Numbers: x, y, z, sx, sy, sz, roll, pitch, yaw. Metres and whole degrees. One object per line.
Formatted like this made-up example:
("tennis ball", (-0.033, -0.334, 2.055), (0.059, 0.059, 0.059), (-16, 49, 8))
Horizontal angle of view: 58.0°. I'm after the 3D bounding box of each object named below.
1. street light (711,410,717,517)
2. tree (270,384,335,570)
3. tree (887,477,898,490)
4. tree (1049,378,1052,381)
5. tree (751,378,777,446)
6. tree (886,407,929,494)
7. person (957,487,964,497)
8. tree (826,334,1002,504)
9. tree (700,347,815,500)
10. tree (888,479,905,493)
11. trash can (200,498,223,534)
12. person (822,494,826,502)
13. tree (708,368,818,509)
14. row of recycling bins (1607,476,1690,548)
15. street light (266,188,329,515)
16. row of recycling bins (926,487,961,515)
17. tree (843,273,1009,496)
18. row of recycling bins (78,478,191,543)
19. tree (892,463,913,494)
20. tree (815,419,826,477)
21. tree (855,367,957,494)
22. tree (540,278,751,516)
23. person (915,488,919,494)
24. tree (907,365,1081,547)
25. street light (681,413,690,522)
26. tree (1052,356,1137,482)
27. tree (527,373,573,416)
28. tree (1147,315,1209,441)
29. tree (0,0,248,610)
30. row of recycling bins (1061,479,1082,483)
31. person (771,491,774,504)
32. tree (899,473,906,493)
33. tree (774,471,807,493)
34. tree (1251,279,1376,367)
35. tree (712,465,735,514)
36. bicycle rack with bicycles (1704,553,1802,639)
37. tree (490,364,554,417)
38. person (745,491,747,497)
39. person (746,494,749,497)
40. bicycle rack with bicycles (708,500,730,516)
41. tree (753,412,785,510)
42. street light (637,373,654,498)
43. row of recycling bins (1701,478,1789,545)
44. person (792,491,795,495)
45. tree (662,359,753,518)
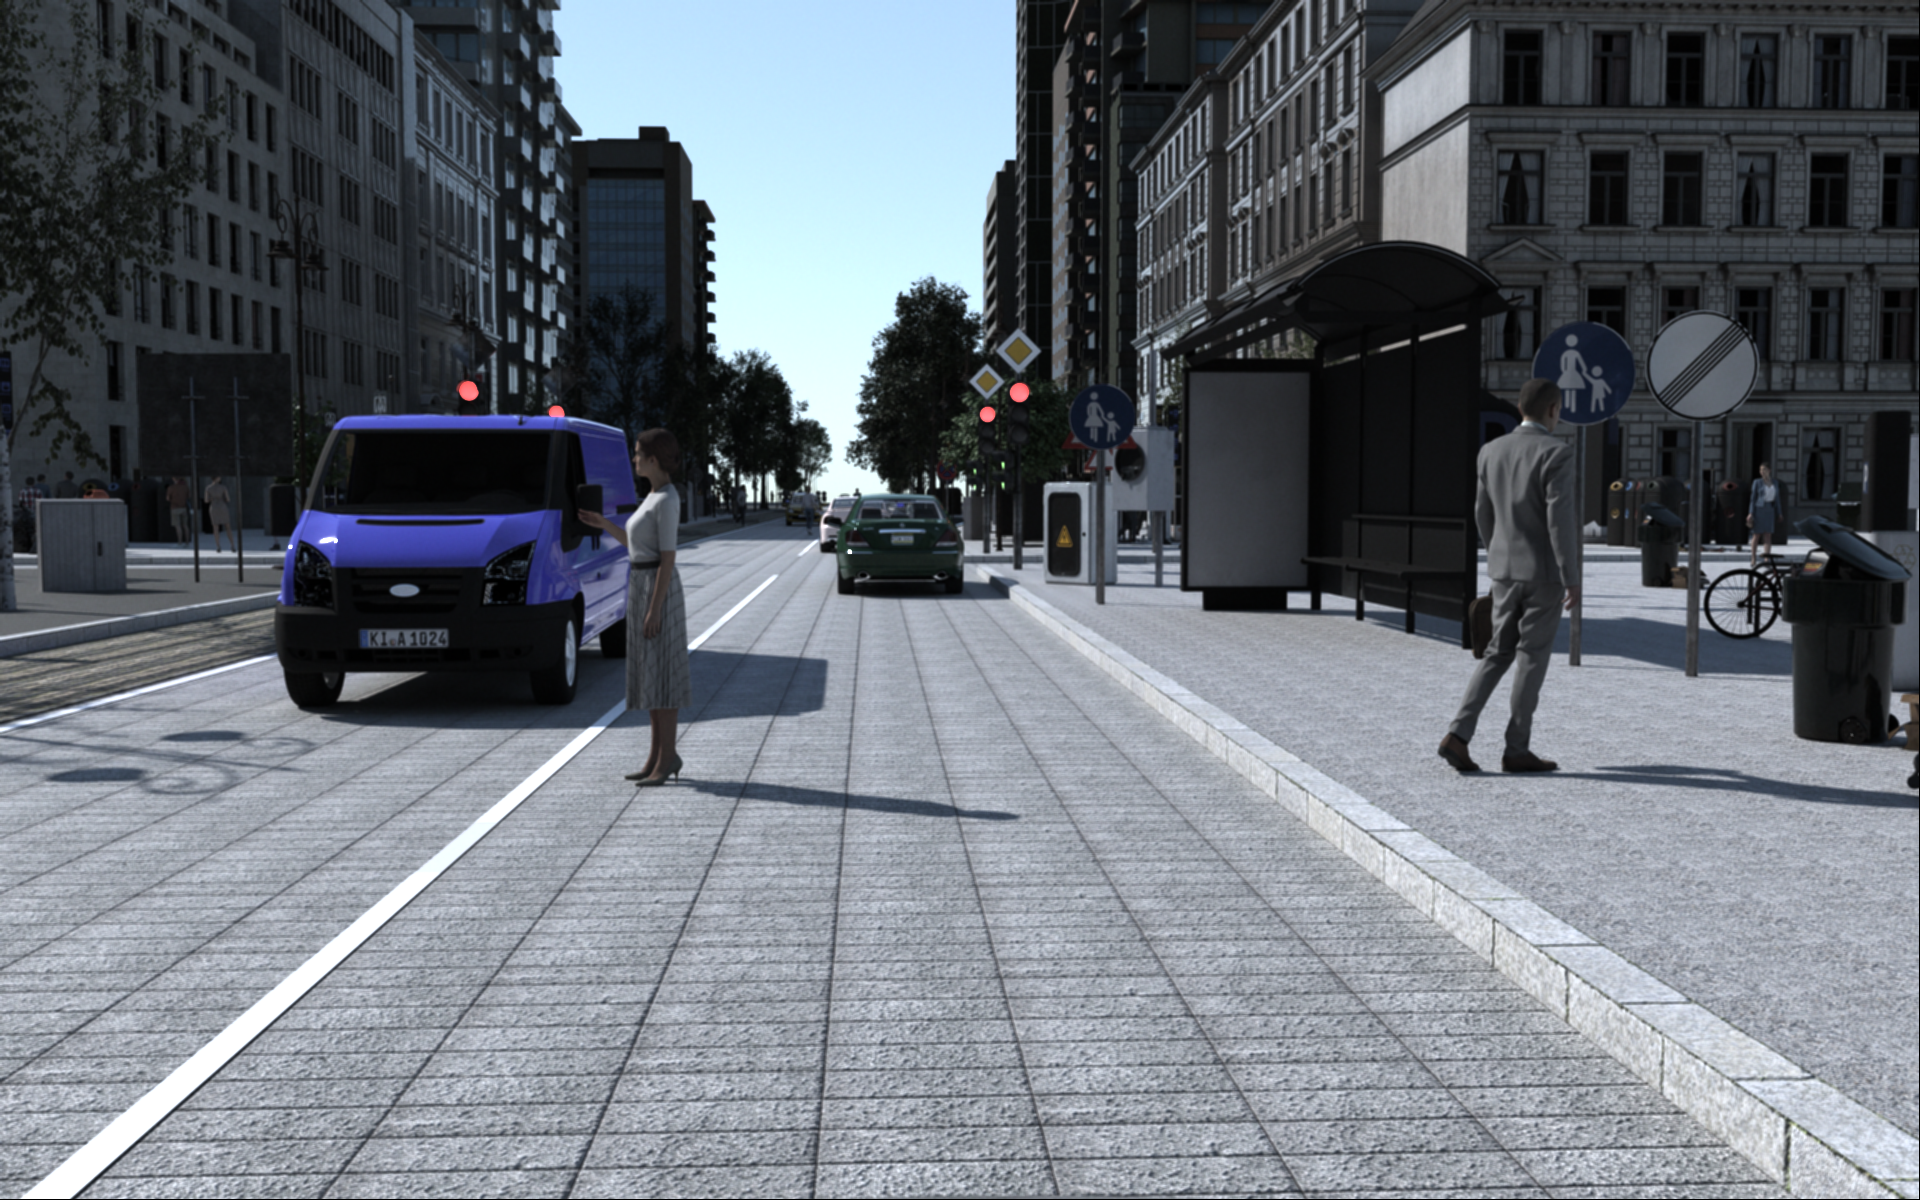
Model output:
("street light", (-13.546, -7.494, 95.315), (0.468, 5.910, 1.993), (0, 4, -3))
("tree", (-11.279, -2.140, 29.597), (1.663, 3.219, 1.824), (0, 3, 0))
("tree", (-7.586, -14.319, 217.822), (4.285, 4.588, 4.351), (0, 3, 0))
("tree", (6.521, -9.386, 103.819), (4.360, 8.622, 3.978), (0, 3, 0))
("tree", (-14.609, -10.122, 99.915), (8.767, 10.594, 7.601), (0, 4, 2))
("tree", (-3.253, -10.652, 124.519), (4.737, 8.622, 4.395), (0, 3, 0))
("person", (-0.228, -8.170, 139.563), (1.348, 1.831, 0.705), (-2, 4, -25))
("tree", (-1.188, -10.864, 103.377), (9.928, 11.665, 9.643), (0, 3, 0))
("tree", (-15.628, -11.990, 121.793), (9.928, 11.665, 9.643), (0, 3, 0))
("tree", (-9.190, -16.210, 259.627), (1.663, 3.219, 1.824), (0, 3, 0))
("trash can", (-24.200, -2.714, 56.026), (0.748, 1.137, 0.748), (0, 3, 0))
("person", (-18.397, -13.638, 234.671), (0.628, 1.438, 0.799), (0, 4, -5))
("tree", (-17.197, -14.330, 151.303), (9.611, 12.733, 9.660), (0, 3, 0))
("row of recycling bins", (16.459, -2.104, 41.510), (1.069, 1.692, 3.534), (0, 4, 3))
("street light", (-10.094, -3.288, 26.541), (0.468, 5.910, 1.993), (0, 4, -3))
("row of recycling bins", (-0.937, -6.096, 106.785), (1.069, 1.692, 3.534), (2, 4, 29))
("tree", (-1.341, -10.587, 90.105), (9.611, 12.733, 9.660), (0, 3, 0))
("row of recycling bins", (-22.078, -2.399, 46.338), (3.534, 1.692, 1.069), (1, 4, 19))
("tree", (-4.539, -12.450, 153.924), (4.360, 8.622, 3.978), (0, 3, 0))
("tree", (-20.937, -18.933, 235.314), (9.928, 11.665, 9.643), (0, 3, 0))
("tree", (-3.254, -14.099, 137.167), (9.857, 13.997, 8.962), (0, 3, 0))
("tree", (-13.722, -8.553, 74.249), (8.767, 10.594, 7.601), (-1, 4, -10))
("person", (-3.111, -6.954, 120.455), (0.721, 1.735, 1.217), (1, 4, 20))
("tree", (1.442, -3.576, 42.179), (4.285, 4.588, 4.351), (0, 3, 0))
("street light", (-12.778, -6.608, 80.821), (0.468, 5.910, 1.993), (0, 4, -3))
("tree", (7.201, -8.649, 91.780), (4.360, 8.622, 3.978), (0, 3, 0))
("tree", (-24.401, -9.425, 104.456), (4.360, 8.622, 3.978), (0, 3, 0))
("tree", (9.576, -7.372, 70.891), (4.737, 8.622, 4.395), (0, 3, 0))
("tree", (-10.333, -4.199, 19.017), (4.360, 8.622, 3.978), (0, 3, 0))
("row of recycling bins", (3.226, -2.646, 50.375), (1.069, 1.692, 3.534), (0, 4, -1))
("person", (-25.200, -13.835, 232.981), (0.721, 1.736, 1.217), (-2, 4, -26))
("tree", (1.067, -4.503, 57.337), (4.285, 4.588, 4.351), (0, 3, 0))
("tree", (-20.649, -14.103, 214.298), (4.285, 4.588, 4.351), (0, 3, 0))
("tree", (11.791, -6.560, 57.623), (4.737, 8.622, 4.395), (0, 3, 0))
("tree", (-15.701, -7.325, 114.365), (1.663, 3.219, 1.824), (0, 3, 0))
("bicycle rack with bicycles", (8.384, -0.147, 15.784), (2.925, 0.926, 2.852), (2, 4, 24))
("tree", (-24.360, -9.004, 97.577), (4.737, 8.622, 4.395), (0, 3, 0))
("person", (-24.397, -11.680, 197.028), (0.705, 1.823, 1.348), (0, 4, 4))
("person", (-25.925, -12.295, 207.788), (1.217, 1.743, 0.721), (-1, 4, -18))
("bicycle rack with bicycles", (-15.278, -5.534, 103.869), (2.852, 0.926, 2.925), (2, 4, 34))
("tree", (-16.253, -11.564, 139.435), (4.737, 8.622, 4.395), (0, 3, 0))
("street light", (-12.031, -5.724, 66.382), (0.468, 5.910, 1.993), (0, 4, -3))
("row of recycling bins", (19.267, -2.278, 44.355), (3.534, 1.692, 1.069), (2, 4, 27))
("person", (-25.927, -16.213, 270.991), (0.709, 1.838, 0.599), (2, 4, 30))
("tree", (-13.923, -8.618, 91.273), (4.737, 8.622, 4.395), (0, 3, 0))
